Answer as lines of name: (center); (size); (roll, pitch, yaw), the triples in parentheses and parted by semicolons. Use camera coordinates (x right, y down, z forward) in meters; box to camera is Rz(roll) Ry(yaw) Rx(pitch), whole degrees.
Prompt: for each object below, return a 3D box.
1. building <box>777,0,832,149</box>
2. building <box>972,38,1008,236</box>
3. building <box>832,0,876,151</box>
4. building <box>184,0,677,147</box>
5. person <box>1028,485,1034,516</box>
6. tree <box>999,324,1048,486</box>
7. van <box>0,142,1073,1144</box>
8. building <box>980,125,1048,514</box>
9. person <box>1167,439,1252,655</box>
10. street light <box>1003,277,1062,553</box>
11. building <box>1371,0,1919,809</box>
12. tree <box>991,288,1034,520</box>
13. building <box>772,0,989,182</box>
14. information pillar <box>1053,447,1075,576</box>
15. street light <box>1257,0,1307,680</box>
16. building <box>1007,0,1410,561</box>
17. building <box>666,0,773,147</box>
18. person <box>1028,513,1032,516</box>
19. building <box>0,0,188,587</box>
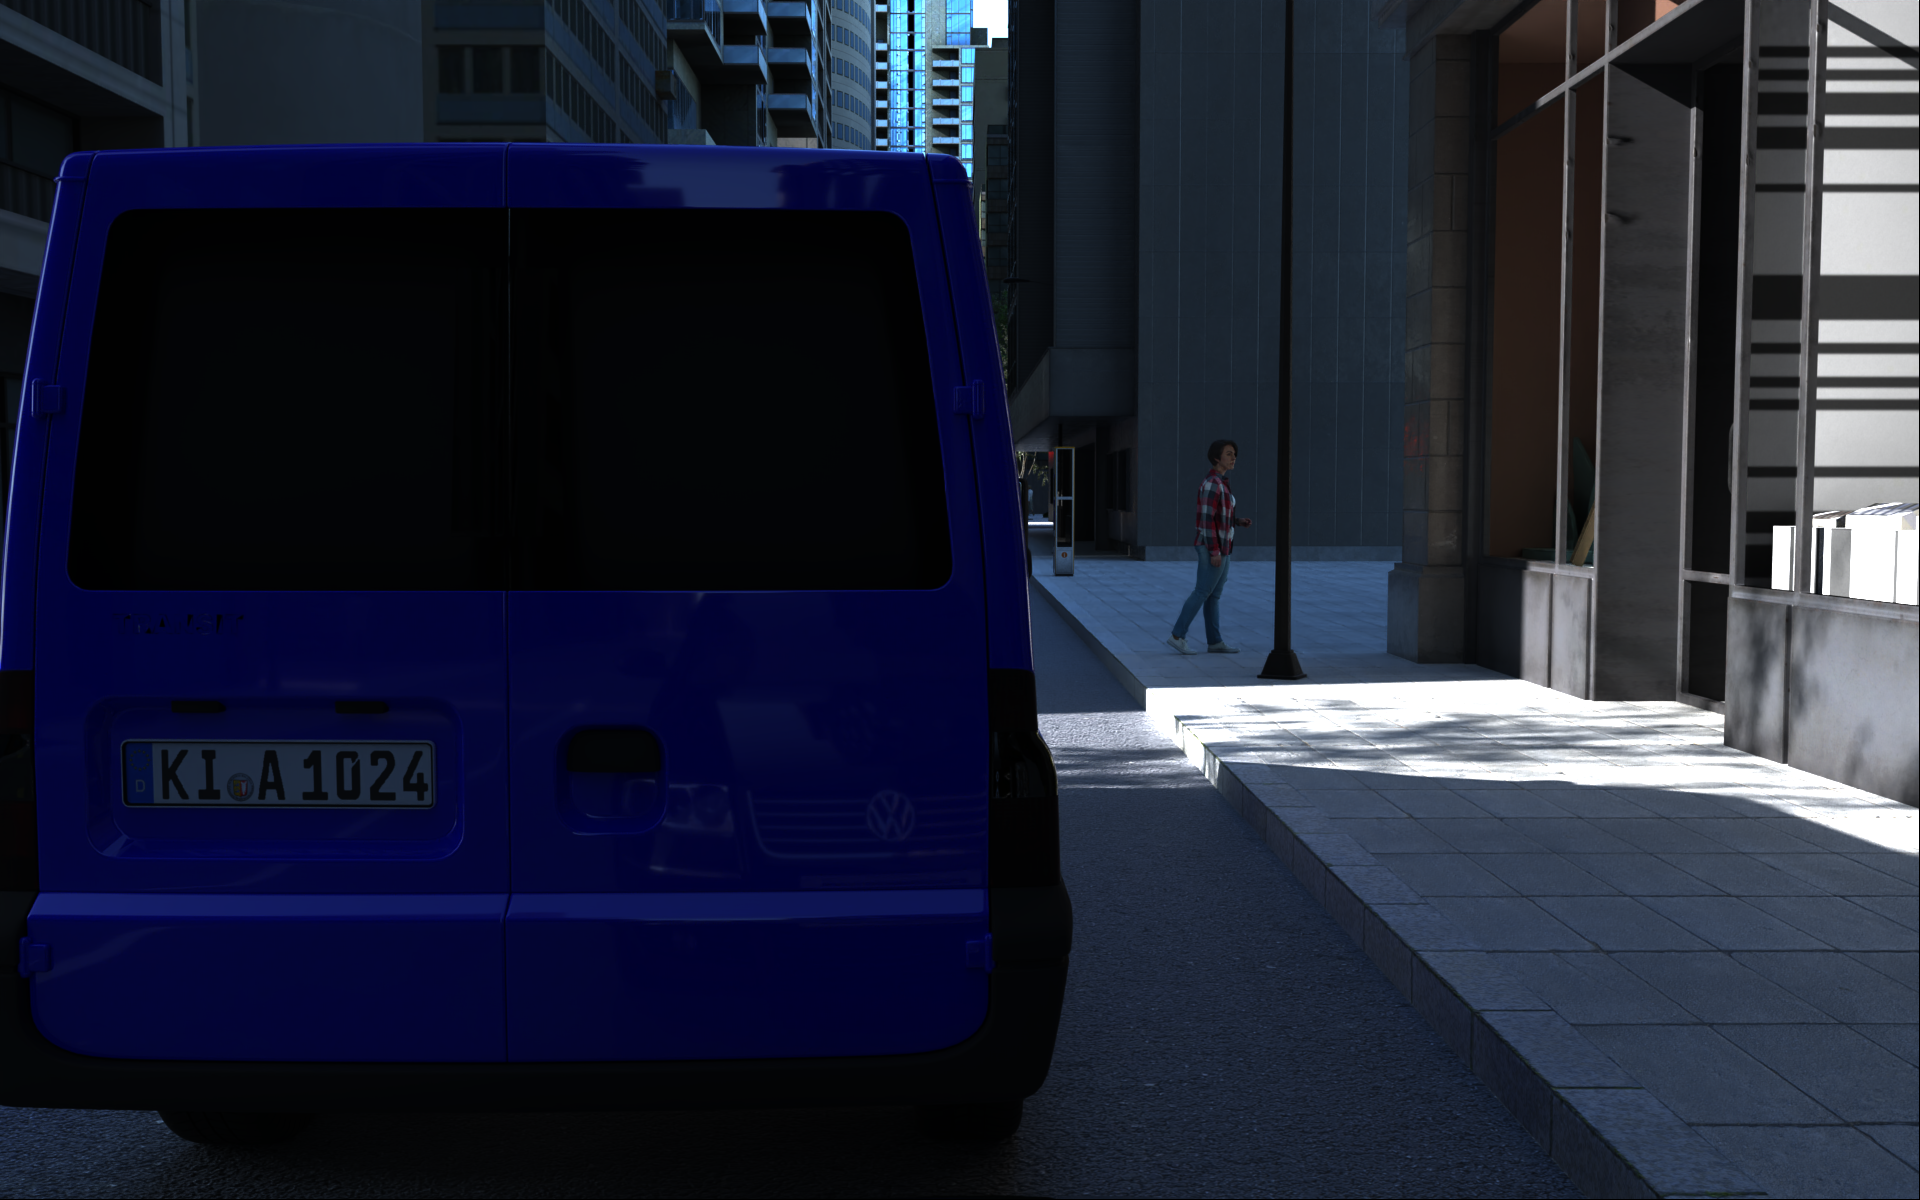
building: (-17.466, -41.928, 123.770); (20.563, 71.187, 20.611); (0, 4, 0)
building: (12.067, -34.126, 181.658); (21.300, 48.544, 21.600); (0, 4, 0)
building: (-19.428, -38.589, 172.923); (21.231, 58.520, 28.212); (0, 4, 0)
building: (-20.585, -21.710, 46.844); (23.993, 40.220, 32.217); (0, 4, 0)
person: (4.134, -5.843, 101.804); (0.478, 1.798, 0.641); (-3, 4, -36)
tree: (2.734, -7.601, 74.640); (4.360, 8.622, 3.978); (0, 3, 0)
van: (-0.813, -0.068, 5.490); (2.240, 2.365, 5.245); (0, 4, -1)
building: (9.000, -22.445, 138.674); (14.160, 30.474, 14.107); (0, 4, 0)
person: (2.010, -0.431, 13.933); (0.643, 1.720, 0.563); (1, 4, 15)
street light: (1.621, -3.960, 37.284); (1.470, 5.913, 1.316); (0, 4, 0)
building: (7.891, -9.856, 12.055); (10.553, 20.767, 40.483); (0, 4, 0)
tree: (3.116, -9.837, 86.594); (9.928, 11.665, 9.643); (0, 3, 0)
building: (-8.698, -56.612, 238.279); (31.000, 86.520, 22.319); (0, 4, 0)
information pillar: (1.619, -1.379, 27.040); (0.304, 2.012, 0.304); (0, 4, -2)
street light: (1.712, -2.410, 11.938); (1.470, 5.913, 1.316); (0, 4, 0)
building: (8.765, -13.950, 47.147); (14.314, 24.678, 30.058); (0, 4, 0)
building: (-17.605, -47.516, 89.558); (22.319, 86.520, 31.000); (0, 4, 0)
person: (3.949, -5.882, 102.968); (0.760, 1.731, 0.466); (2, 4, 30)
building: (-18.441, -35.400, 17.050); (20.563, 71.187, 20.611); (0, 4, 0)
